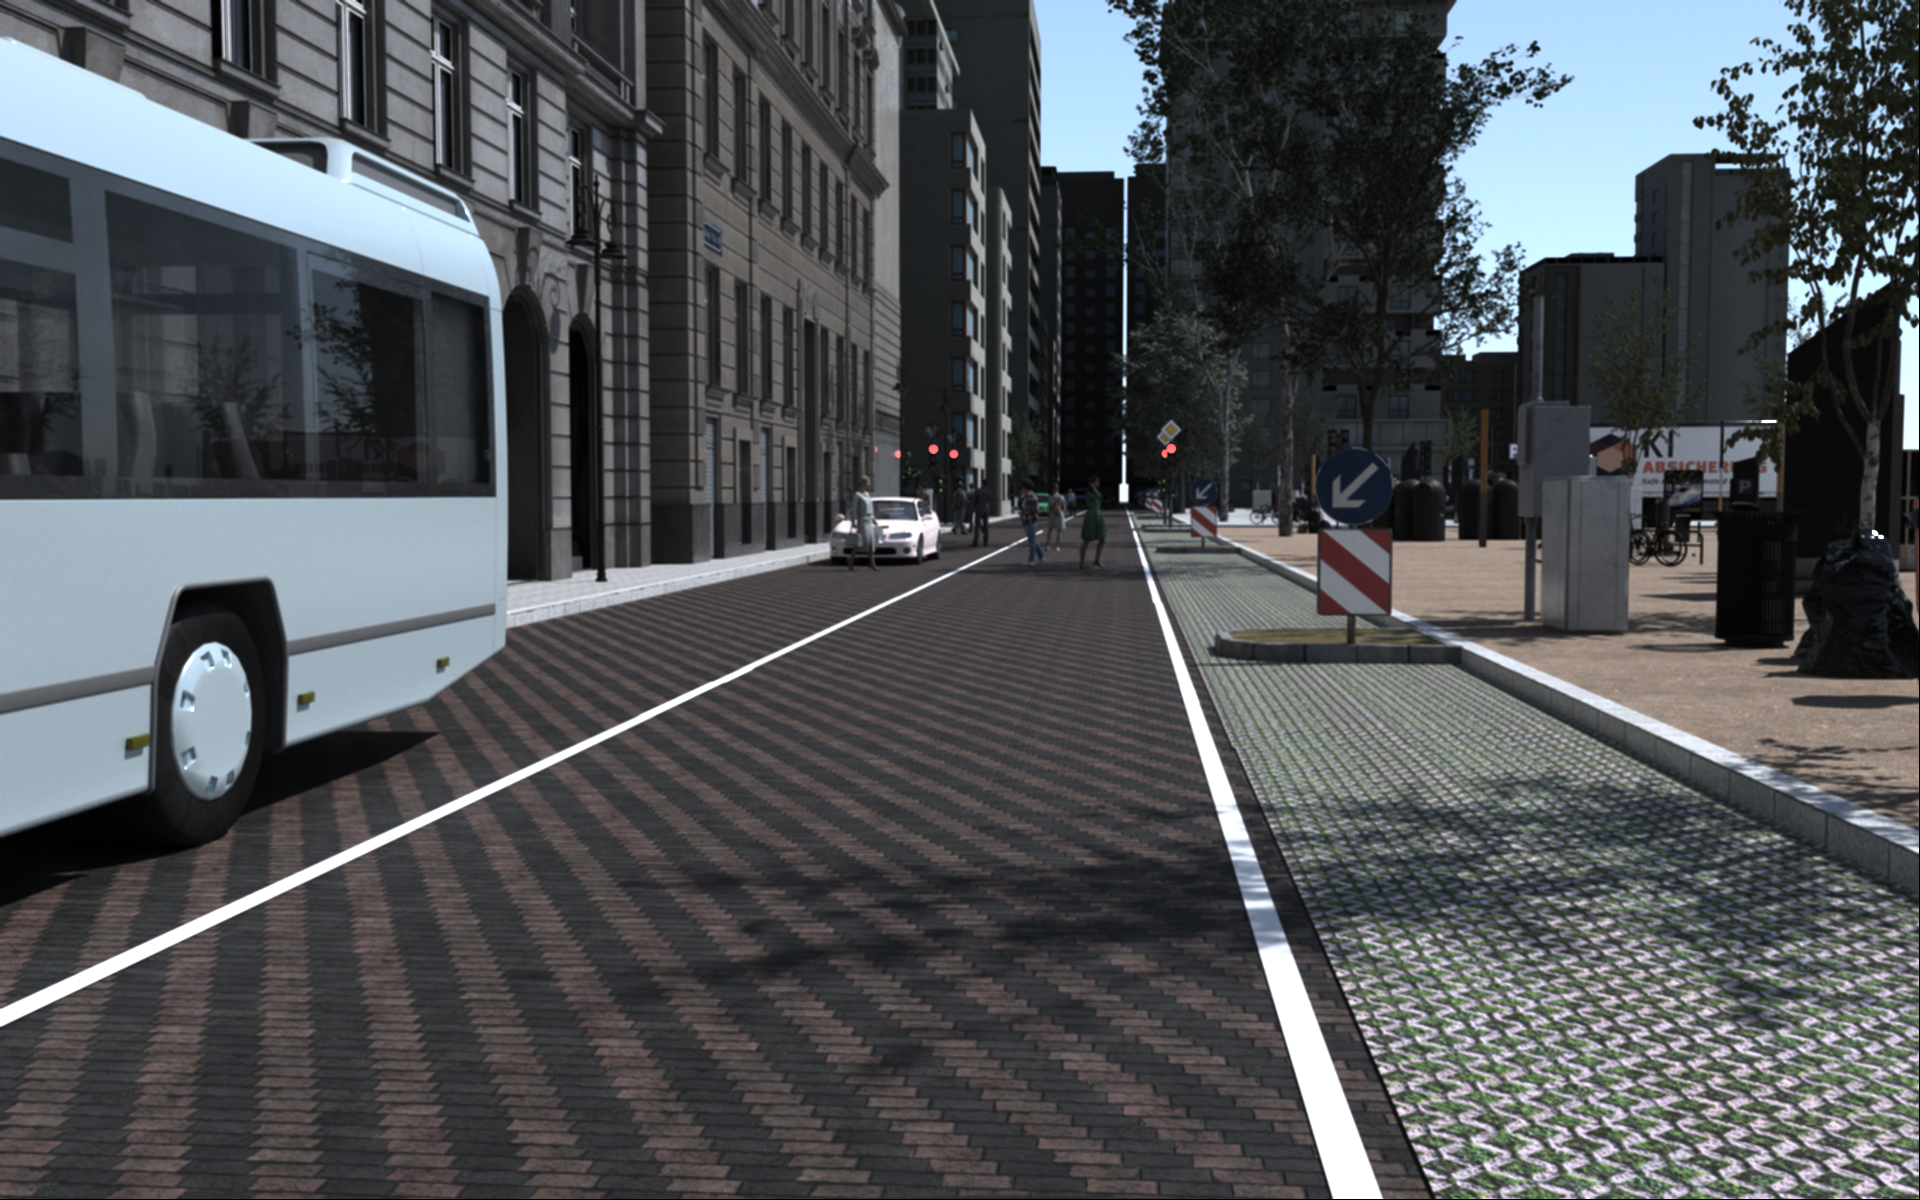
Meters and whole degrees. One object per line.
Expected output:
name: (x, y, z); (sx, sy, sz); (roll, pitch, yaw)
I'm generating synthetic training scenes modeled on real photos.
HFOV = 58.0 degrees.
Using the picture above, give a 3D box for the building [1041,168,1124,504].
building: (15.434, -36.049, 239.503); (14.200, 45.320, 14.600); (0, 4, 5)

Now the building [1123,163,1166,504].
building: (29.920, -35.893, 236.962); (14.200, 45.320, 14.600); (0, 4, 5)

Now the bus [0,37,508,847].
bus: (-4.493, -0.556, 3.952); (2.948, 3.499, 13.247); (0, 4, 4)

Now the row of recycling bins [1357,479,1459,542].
row of recycling bins: (12.280, -2.523, 48.368); (1.069, 1.692, 3.534); (-1, 4, -22)

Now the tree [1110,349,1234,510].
tree: (17.534, -14.204, 142.599); (12.009, 13.543, 11.850); (0, 3, 0)

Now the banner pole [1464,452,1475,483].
banner pole: (30.315, -6.928, 103.288); (0.863, 3.779, 0.401); (-1, 4, -9)

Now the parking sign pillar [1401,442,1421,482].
parking sign pillar: (23.496, -6.232, 90.358); (1.447, 3.967, 1.447); (-1, 4, -10)

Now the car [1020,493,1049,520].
car: (4.314, -5.343, 96.153); (1.959, 1.807, 4.718); (0, 4, 4)

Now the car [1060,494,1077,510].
car: (9.547, -8.938, 154.938); (1.959, 1.807, 4.718); (0, 4, 5)

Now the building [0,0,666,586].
building: (-12.424, -10.858, 19.323); (13.314, 21.916, 24.055); (0, 4, 5)

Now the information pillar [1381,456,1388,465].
information pillar: (26.055, -7.031, 106.317); (0.504, 3.616, 0.183); (1, 4, 20)

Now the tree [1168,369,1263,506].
tree: (14.764, -9.293, 102.302); (4.360, 8.622, 3.978); (0, 3, 0)

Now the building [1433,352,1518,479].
building: (79.557, -24.159, 240.045); (28.899, 21.520, 27.650); (0, 4, 5)

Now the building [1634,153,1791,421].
building: (90.623, -32.208, 210.201); (14.086, 41.232, 14.154); (0, 4, 5)

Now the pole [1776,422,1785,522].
pole: (22.989, -3.342, 48.479); (0.158, 3.312, 0.155); (0, 3, 0)

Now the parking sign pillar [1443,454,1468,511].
parking sign pillar: (33.005, -7.791, 115.854); (1.447, 3.967, 1.447); (2, 4, 29)

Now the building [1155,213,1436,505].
building: (39.962, -31.627, 208.986); (32.217, 40.220, 23.993); (0, 4, 5)

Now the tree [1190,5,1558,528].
tree: (7.842, -6.101, 34.165); (7.601, 10.594, 8.767); (-2, 4, -29)

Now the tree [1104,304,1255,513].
tree: (14.558, -12.724, 114.691); (9.857, 13.997, 8.962); (0, 3, 0)

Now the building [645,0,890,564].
building: (-9.391, -15.061, 43.516); (12.463, 27.353, 25.104); (0, 4, 5)

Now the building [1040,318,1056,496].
building: (-4.138, -20.858, 186.069); (27.650, 21.520, 28.899); (0, 4, 5)

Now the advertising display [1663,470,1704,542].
advertising display: (19.307, -2.510, 46.258); (0.974, 1.923, 0.123); (1, 4, 11)

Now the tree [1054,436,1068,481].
tree: (10.870, -15.800, 208.696); (4.360, 8.622, 3.978); (0, 3, 0)

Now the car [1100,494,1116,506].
car: (17.442, -12.004, 205.057); (1.959, 1.807, 4.718); (0, 4, 7)

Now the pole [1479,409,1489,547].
pole: (12.650, -2.935, 41.829); (0.158, 3.312, 0.155); (0, 3, 0)

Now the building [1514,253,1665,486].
building: (76.511, -26.901, 211.532); (14.107, 30.474, 14.160); (0, 4, 5)

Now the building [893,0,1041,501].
building: (-3.720, -32.795, 159.894); (21.300, 48.544, 21.600); (0, 4, 5)

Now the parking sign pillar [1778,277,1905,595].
parking sign pillar: (11.312, -2.062, 22.180); (1.447, 3.967, 1.447); (-3, 5, -43)

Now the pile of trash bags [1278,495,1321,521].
pile of trash bags: (16.688, -4.398, 81.663); (3.447, 1.369, 1.912); (1, 4, 19)

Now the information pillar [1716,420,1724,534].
information pillar: (24.122, -3.887, 54.903); (0.183, 3.616, 0.504); (1, 4, 22)

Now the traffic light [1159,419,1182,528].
traffic light: (7.912, -4.662, 65.147); (0.839, 4.253, 0.868); (0, 4, 5)

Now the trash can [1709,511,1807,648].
trash can: (6.719, -0.182, 14.622); (0.748, 1.137, 0.748); (0, 3, 0)

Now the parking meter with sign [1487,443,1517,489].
parking meter with sign: (18.671, -3.925, 60.440); (0.543, 3.016, 1.738); (-2, 4, -28)

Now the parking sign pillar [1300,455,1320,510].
parking sign pillar: (23.869, -7.935, 118.216); (1.447, 3.967, 1.447); (0, 3, 0)

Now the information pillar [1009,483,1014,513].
information pillar: (3.514, -6.911, 117.483); (0.304, 2.012, 0.304); (-1, 4, -10)

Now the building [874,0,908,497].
building: (-11.477, -12.974, 61.283); (18.267, 20.994, 9.793); (0, 4, 5)

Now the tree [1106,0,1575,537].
tree: (10.628, -11.912, 50.643); (12.611, 20.169, 13.585); (0, 3, 0)

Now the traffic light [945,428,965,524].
traffic light: (-0.220, -5.198, 73.907); (0.839, 4.253, 0.868); (0, 4, 5)

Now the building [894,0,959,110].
building: (-13.405, -26.847, 130.826); (32.217, 40.220, 23.993); (0, 4, 5)

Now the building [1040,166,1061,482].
building: (5.638, -32.678, 217.875); (14.086, 41.232, 14.154); (0, 4, 5)

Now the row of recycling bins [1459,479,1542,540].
row of recycling bins: (15.897, -2.566, 49.064); (3.534, 1.692, 1.069); (-1, 4, -9)

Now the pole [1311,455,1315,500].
pole: (18.320, -5.876, 89.908); (0.158, 3.312, 0.155); (0, 3, 0)

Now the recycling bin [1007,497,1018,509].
recycling bin: (4.255, -7.840, 140.735); (0.722, 1.027, 0.722); (-3, 4, -38)

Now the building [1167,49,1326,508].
building: (26.623, -29.355, 163.548); (14.154, 41.232, 14.086); (0, 4, 5)

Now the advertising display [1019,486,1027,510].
advertising display: (5.126, -7.958, 135.332); (0.974, 1.923, 0.123); (1, 4, 10)

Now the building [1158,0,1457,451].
building: (35.499, -36.329, 183.212); (28.713, 52.752, 27.495); (0, 4, 5)

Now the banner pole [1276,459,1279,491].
banner pole: (22.981, -8.266, 125.159); (0.401, 3.779, 0.863); (2, 4, 28)

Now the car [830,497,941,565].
car: (-1.524, -1.496, 36.816); (2.083, 1.381, 4.827); (0, 4, 7)

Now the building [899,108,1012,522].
building: (-11.943, -15.202, 93.596); (27.650, 21.520, 28.899); (0, 4, 5)

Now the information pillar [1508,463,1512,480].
information pillar: (41.811, -8.585, 131.717); (0.183, 3.616, 0.504); (-1, 4, -16)

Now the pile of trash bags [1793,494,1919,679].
pile of trash bags: (6.883, -0.146, 12.140); (1.912, 1.369, 3.447); (2, 4, 27)

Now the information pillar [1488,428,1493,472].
information pillar: (18.890, -4.312, 61.859); (0.183, 3.616, 0.504); (0, 4, -5)

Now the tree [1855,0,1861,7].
tree: (5.669, -3.505, 7.670); (4.360, 8.622, 3.978); (0, 3, 0)

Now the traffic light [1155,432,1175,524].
traffic light: (8.655, -5.148, 73.097); (0.839, 4.253, 0.868); (0, 4, 5)

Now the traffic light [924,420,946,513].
traffic light: (-0.962, -4.712, 65.957); (0.839, 4.253, 0.868); (0, 4, 5)

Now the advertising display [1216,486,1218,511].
advertising display: (19.814, -7.831, 133.258); (0.123, 1.923, 0.974); (0, 4, 3)

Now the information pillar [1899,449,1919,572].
information pillar: (15.640, -1.472, 28.560); (0.304, 2.012, 0.304); (-1, 4, -12)
